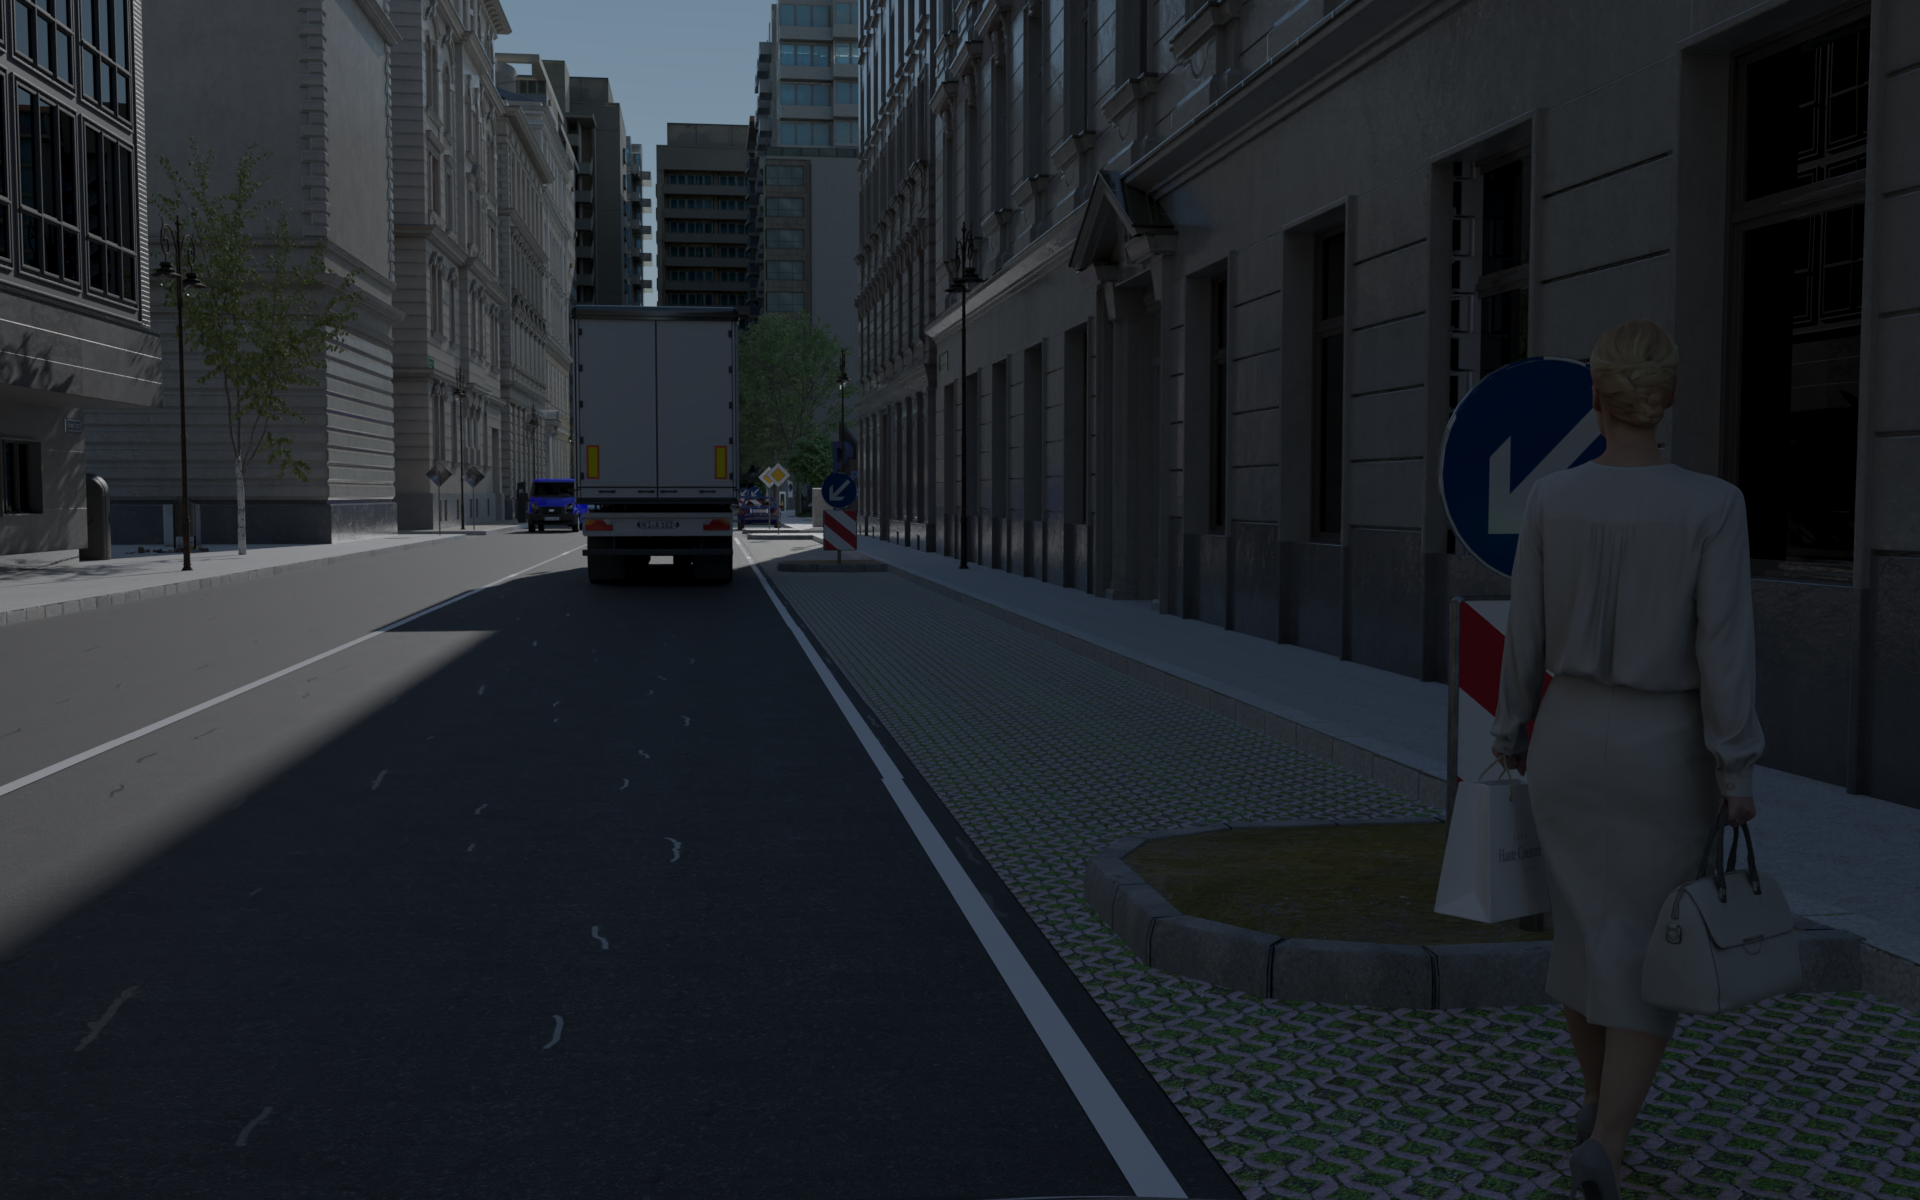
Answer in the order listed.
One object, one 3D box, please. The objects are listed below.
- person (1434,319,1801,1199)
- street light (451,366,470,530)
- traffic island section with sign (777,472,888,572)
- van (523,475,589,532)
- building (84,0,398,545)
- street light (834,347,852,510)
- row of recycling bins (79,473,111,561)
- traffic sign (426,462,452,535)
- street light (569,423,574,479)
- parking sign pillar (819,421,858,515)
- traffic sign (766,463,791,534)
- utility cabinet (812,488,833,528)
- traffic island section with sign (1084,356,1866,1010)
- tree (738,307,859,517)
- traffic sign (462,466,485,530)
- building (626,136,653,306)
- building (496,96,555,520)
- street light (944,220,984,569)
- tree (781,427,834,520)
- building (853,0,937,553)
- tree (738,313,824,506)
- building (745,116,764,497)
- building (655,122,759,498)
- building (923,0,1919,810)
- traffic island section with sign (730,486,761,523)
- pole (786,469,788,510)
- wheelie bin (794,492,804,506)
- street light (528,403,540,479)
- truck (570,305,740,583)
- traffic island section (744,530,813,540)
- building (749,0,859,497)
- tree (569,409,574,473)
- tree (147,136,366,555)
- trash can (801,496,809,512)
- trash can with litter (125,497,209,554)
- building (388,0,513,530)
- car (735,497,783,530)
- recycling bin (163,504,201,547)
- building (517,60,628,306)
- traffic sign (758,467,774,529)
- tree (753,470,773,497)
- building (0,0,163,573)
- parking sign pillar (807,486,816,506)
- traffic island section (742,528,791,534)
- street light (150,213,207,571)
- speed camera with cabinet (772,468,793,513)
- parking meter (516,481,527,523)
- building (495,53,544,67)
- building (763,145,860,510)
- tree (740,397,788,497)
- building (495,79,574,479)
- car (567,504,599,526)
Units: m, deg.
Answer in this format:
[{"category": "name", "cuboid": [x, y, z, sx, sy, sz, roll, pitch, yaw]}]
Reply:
[{"category": "person", "cuboid": [1.293, 0.328, 3.495, 0.624, 1.780, 0.694, -3, 4, -39]}, {"category": "street light", "cuboid": [-17.949, -5.479, 62.361, 0.468, 5.910, 1.993, -1, 4, -8]}, {"category": "traffic island section with sign", "cuboid": [-2.420, -1.456, 32.428, 1.989, 1.847, 2.006, -1, 4, -8]}, {"category": "van", "cuboid": [-15.499, -3.815, 66.752, 2.240, 2.365, 5.245, 0, 4, -8]}, {"category": "building", "cuboid": [-25.945, -13.347, 47.101, 19.941, 23.489, 11.050, -1, 4, -8]}, {"category": "street light", "cuboid": [-3.692, -5.003, 54.583, 0.468, 5.910, 1.993, -1, 4, -8]}, {"category": "row of recycling bins", "cuboid": [-18.284, -1.633, 33.811, 3.534, 1.692, 1.069, 1, 4, 9]}, {"category": "traffic sign", "cuboid": [-16.119, -3.057, 53.623, 0.795, 2.450, 0.064, -1, 4, -8]}, {"category": "street light", "cuboid": [-25.164, -8.537, 112.368, 0.468, 5.910, 1.993, -1, 4, -8]}, {"category": "parking sign pillar", "cuboid": [-4.174, -4.589, 63.508, 1.447, 3.967, 1.447, -2, 4, -33]}, {"category": "traffic sign", "cuboid": [-5.781, -3.148, 55.111, 0.795, 2.450, 0.064, -1, 4, -8]}, {"category": "utility cabinet", "cuboid": [-4.947, -3.452, 65.115, 1.173, 1.500, 0.318, -1, 4, -15]}, {"category": "traffic island section with sign", "cuboid": [1.481, 0.176, 5.755, 1.989, 1.847, 2.006, -1, 4, -8]}, {"category": "tree", "cuboid": [-9.255, -10.493, 97.313, 9.928, 11.665, 9.643, 0, 3, 0]}, {"category": "traffic sign", "cuboid": [-17.276, -3.540, 61.525, 0.795, 2.450, 0.064, -1, 4, -8]}, {"category": "building", "cuboid": [-55.743, -37.184, 227.558, 30.456, 49.044, 23.786, -1, 4, -8]}, {"category": "building", "cuboid": [-28.254, -16.191, 93.600, 11.050, 23.489, 19.941, -1, 4, -8]}, {"category": "street light", "cuboid": [0.065, -3.471, 29.544, 0.468, 5.910, 1.993, -1, 4, -8]}, {"category": "tree", "cuboid": [-7.040, -6.181, 84.769, 4.285, 4.588, 4.351, 0, 3, 0]}, {"category": "building", "cuboid": [2.599, -12.092, 46.857, 9.793, 20.994, 18.267, -1, 4, -8]}, {"category": "tree", "cuboid": [-11.982, -11.654, 108.668, 7.486, 12.596, 7.792, 0, 3, 0]}, {"category": "building", "cuboid": [-13.389, -33.347, 199.851, 22.147, 44.769, 28.867, -1, 4, -8]}, {"category": "building", "cuboid": [-29.230, -37.101, 230.305, 21.600, 48.544, 21.300, -1, 4, -8]}, {"category": "building", "cuboid": [10.383, -14.669, 16.250, 17.030, 29.872, 44.131, -1, 4, -8]}, {"category": "traffic island section with sign", "cuboid": [-10.476, -4.820, 87.433, 1.989, 1.847, 2.006, -1, 4, -8]}, {"category": "pole", "cuboid": [-13.837, -8.847, 138.487, 0.158, 3.312, 0.155, 0, 3, 0]}, {"category": "wheelie bin", "cuboid": [-11.588, -7.142, 124.679, 0.693, 1.594, 0.980, -1, 4, -12]}, {"category": "street light", "cuboid": [-21.558, -7.029, 87.713, 0.468, 5.910, 1.993, -1, 4, -8]}, {"category": "truck", "cuboid": [-5.380, -2.600, 31.417, 2.839, 4.237, 11.283, -1, 4, -9]}, {"category": "traffic island section", "cuboid": [-5.759, -2.013, 55.191, 2.009, 0.180, 2.903, -1, 4, -8]}, {"category": "building", "cuboid": [-8.716, -33.693, 170.482, 23.786, 49.044, 30.456, -1, 4, -8]}, {"category": "tree", "cuboid": [-28.944, -11.171, 133.009, 4.360, 8.622, 3.978, 0, 3, 0]}, {"category": "tree", "cuboid": [-14.947, -5.255, 36.274, 4.737, 8.622, 4.395, 0, 3, 0]}, {"category": "trash can", "cuboid": [-10.042, -6.095, 111.299, 0.748, 1.137, 0.748, 0, 3, 0]}, {"category": "trash can with litter", "cuboid": [-17.446, -1.650, 38.027, 1.678, 1.210, 2.233, 2, 4, 31]}, {"category": "building", "cuboid": [-26.634, -17.365, 71.310, 14.401, 28.519, 23.554, -1, 4, -8]}, {"category": "car", "cuboid": [-8.103, -3.505, 69.879, 1.945, 1.354, 3.894, 0, 4, -7]}, {"category": "recycling bin", "cuboid": [-19.067, -1.829, 42.457, 0.722, 1.027, 0.722, -1, 4, -13]}, {"category": "building", "cuboid": [-49.111, -35.119, 197.901, 21.600, 48.544, 21.300, -1, 4, -8]}, {"category": "traffic sign", "cuboid": [-6.938, -3.631, 63.012, 0.795, 2.450, 0.064, -1, 4, -8]}, {"category": "tree", "cuboid": [-15.825, -8.833, 139.027, 1.663, 3.219, 1.824, 0, 3, 0]}, {"category": "building", "cuboid": [-19.559, -13.738, 18.130, 14.314, 27.812, 24.014, -1, 4, -8]}, {"category": "parking sign pillar", "cuboid": [-11.248, -8.963, 135.024, 1.447, 3.967, 1.447, 1, 4, 21]}, {"category": "traffic island section", "cuboid": [-6.916, -2.496, 63.092, 2.009, 0.180, 2.903, -1, 4, -8]}, {"category": "street light", "cuboid": [-12.959, -3.430, 28.865, 0.468, 5.910, 1.993, -1, 4, -8]}, {"category": "speed camera with cabinet", "cuboid": [-11.912, -7.449, 116.134, 0.660, 3.252, 2.038, 1, 4, 20]}, {"category": "parking meter", "cuboid": [-19.569, -4.378, 77.285, 0.399, 1.863, 0.255, 0, 4, -2]}, {"category": "building", "cuboid": [-46.777, -27.776, 146.014, 32.217, 40.220, 23.993, -1, 4, -8]}, {"category": "building", "cuboid": [-9.703, -23.003, 147.797, 14.160, 30.474, 14.107, -1, 4, -8]}, {"category": "tree", "cuboid": [-14.140, -10.802, 126.982, 4.737, 8.622, 4.395, 0, 3, 0]}, {"category": "building", "cuboid": [-32.608, -20.006, 113.009, 13.634, 28.700, 20.117, -1, 4, -8]}, {"category": "car", "cuboid": [-16.770, -4.186, 78.224, 2.009, 1.686, 4.222, 0, 4, -7]}]
